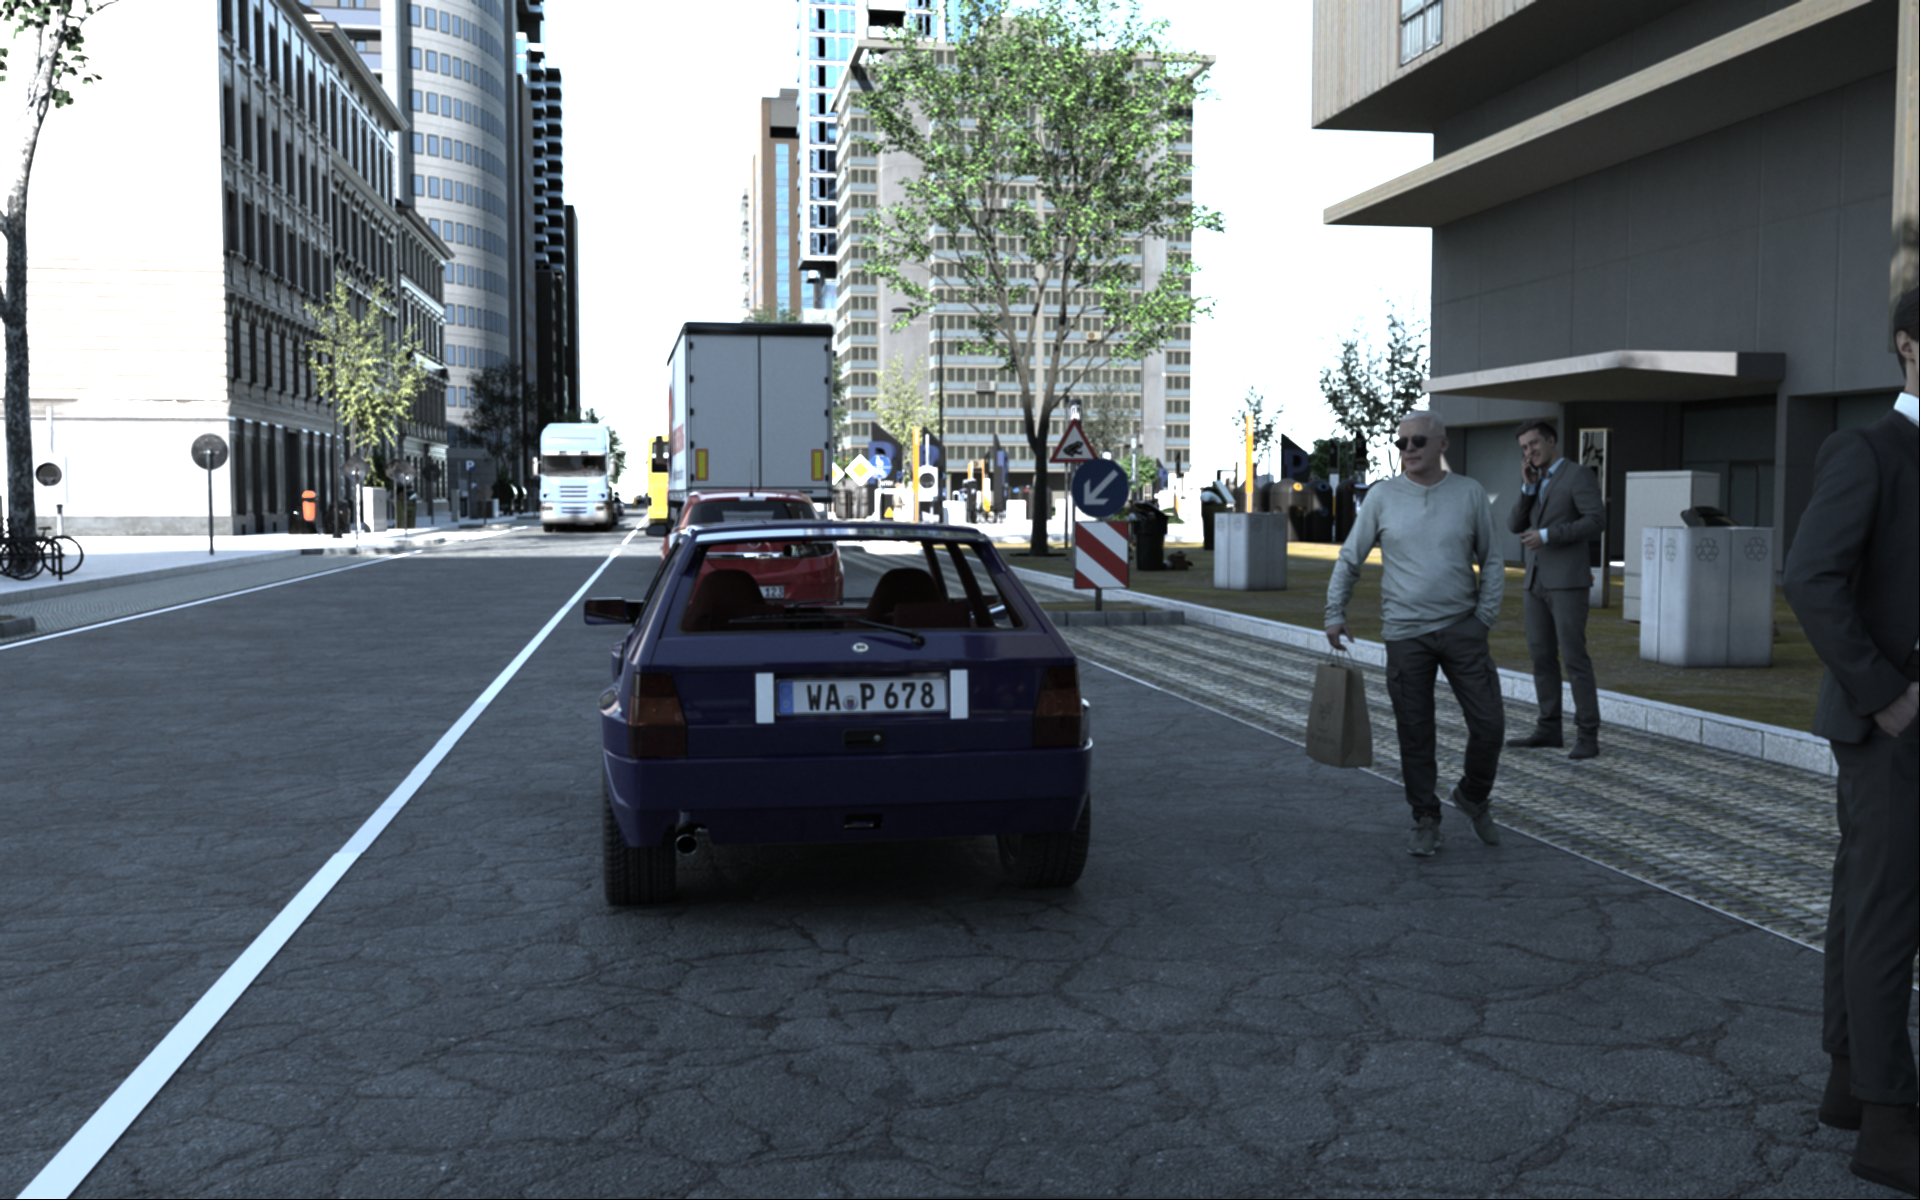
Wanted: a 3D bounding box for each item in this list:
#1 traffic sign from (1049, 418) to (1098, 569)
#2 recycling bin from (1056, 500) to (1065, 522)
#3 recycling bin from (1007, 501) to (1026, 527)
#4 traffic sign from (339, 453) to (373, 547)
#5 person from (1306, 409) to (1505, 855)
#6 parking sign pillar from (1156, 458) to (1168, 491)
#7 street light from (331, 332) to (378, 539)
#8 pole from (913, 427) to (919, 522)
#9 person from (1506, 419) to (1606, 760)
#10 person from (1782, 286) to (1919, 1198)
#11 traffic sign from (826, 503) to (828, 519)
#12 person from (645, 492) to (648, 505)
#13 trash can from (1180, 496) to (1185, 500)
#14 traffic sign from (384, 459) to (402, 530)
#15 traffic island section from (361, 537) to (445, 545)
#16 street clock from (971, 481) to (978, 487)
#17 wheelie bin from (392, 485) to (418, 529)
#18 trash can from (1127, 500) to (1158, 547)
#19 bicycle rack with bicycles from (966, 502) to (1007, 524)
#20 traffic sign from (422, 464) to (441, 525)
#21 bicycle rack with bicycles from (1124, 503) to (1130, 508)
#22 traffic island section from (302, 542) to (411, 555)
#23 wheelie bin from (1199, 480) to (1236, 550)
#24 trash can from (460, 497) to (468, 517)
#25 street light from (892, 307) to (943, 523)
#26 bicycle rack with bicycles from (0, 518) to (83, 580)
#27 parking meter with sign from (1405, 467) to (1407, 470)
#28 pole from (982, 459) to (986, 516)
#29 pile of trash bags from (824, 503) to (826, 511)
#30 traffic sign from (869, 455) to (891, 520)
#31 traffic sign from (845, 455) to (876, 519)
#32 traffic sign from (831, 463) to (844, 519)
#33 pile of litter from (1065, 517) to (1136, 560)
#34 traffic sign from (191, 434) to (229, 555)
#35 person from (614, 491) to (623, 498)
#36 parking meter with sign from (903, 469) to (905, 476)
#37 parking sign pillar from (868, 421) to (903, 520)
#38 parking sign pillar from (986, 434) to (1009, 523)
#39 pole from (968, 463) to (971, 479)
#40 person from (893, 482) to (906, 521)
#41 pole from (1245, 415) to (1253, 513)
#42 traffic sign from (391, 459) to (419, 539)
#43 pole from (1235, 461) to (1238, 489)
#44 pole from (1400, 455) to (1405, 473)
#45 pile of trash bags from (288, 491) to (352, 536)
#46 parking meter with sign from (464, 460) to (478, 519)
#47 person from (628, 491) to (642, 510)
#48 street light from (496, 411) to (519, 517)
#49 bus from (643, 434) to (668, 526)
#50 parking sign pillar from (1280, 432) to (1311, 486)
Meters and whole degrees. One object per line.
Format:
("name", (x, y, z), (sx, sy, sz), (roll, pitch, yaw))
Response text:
("traffic sign", (1.943, -1.808, 29.558), (0.884, 2.594, 0.081), (0, 4, -7))
("recycling bin", (4.827, -4.043, 78.658), (0.722, 1.027, 0.722), (-2, 4, -26))
("recycling bin", (2.193, -3.363, 67.542), (0.722, 1.027, 0.722), (0, 4, 2))
("traffic sign", (-14.660, -2.350, 42.063), (0.795, 2.450, 0.064), (-1, 4, -10))
("person", (1.797, 0.123, 6.969), (0.782, 1.767, 0.515), (1, 4, 11))
("parking sign pillar", (15.224, -8.678, 130.357), (1.447, 3.967, 1.447), (2, 4, 32))
("street light", (-17.392, -4.724, 49.778), (1.470, 5.913, 1.316), (-1, 4, -10))
("pole", (-1.346, -3.618, 53.005), (0.158, 3.312, 0.155), (0, 3, 0))
("person", (3.258, -0.076, 9.549), (0.447, 1.846, 0.655), (-1, 4, -21))
("person", (2.110, 0.252, 3.742), (0.474, 1.900, 0.648), (3, 5, 44))
("traffic sign", (-5.658, -4.498, 73.646), (0.768, 2.556, 0.104), (-1, 4, -9))
("person", (-40.361, -13.088, 223.158), (0.621, 1.740, 0.551), (-2, 4, -25))
("trash can", (13.416, -5.648, 104.000), (0.748, 1.137, 0.748), (0, 3, 0))
("traffic sign", (-20.358, -3.812, 62.431), (0.768, 2.556, 0.104), (0, 3, 0))
("traffic island section", (-16.010, -1.695, 49.995), (2.009, 0.180, 2.903), (-1, 4, -10))
("street clock", (0.694, -5.380, 92.541), (0.471, 2.002, 0.358), (-3, 4, -36))
("wheelie bin", (-20.332, -3.402, 63.539), (0.693, 1.594, 0.980), (3, 4, 36))
("trash can", (4.454, -1.875, 42.315), (0.748, 1.137, 0.748), (0, 3, 0))
("bicycle rack with bicycles", (1.048, -3.749, 74.682), (2.852, 0.926, 2.925), (-1, 4, -21))
("traffic sign", (-22.114, -4.430, 72.537), (0.768, 2.556, 0.104), (0, 4, -5))
("bicycle rack with bicycles", (10.269, -6.514, 119.888), (2.852, 0.926, 2.925), (-1, 4, -23))
("traffic island section", (-14.682, -1.213, 42.121), (2.009, 0.180, 2.903), (-1, 4, -10))
("wheelie bin", (5.890, -1.948, 39.760), (0.693, 1.594, 0.980), (2, 4, 27))
("trash can", (-27.476, -5.130, 95.530), (0.748, 1.137, 0.748), (0, 3, 0))
("street light", (-1.010, -4.329, 43.325), (1.470, 5.913, 1.316), (-1, 4, -10))
("bicycle rack with bicycles", (-14.780, -0.776, 26.071), (2.925, 0.926, 2.852), (-2, 4, -29))
("parking meter with sign", (27.399, -6.683, 105.525), (0.543, 3.016, 1.738), (0, 4, -7))
("pole", (1.398, -6.536, 100.703), (0.158, 3.312, 0.155), (0, 3, 0))
("pile of trash bags", (-10.230, -6.760, 120.272), (1.912, 1.369, 3.447), (-1, 4, -18))
("traffic sign", (-2.617, -3.442, 56.375), (0.768, 2.556, 0.104), (0, 4, -7))
("traffic sign", (-2.533, -2.473, 44.080), (0.795, 2.450, 0.064), (-1, 4, -10))
("traffic sign", (-3.861, -2.955, 51.954), (0.795, 2.450, 0.064), (-1, 4, -10))
("pile of litter", (2.920, -1.223, 33.959), (1.719, 0.858, 1.176), (0, 4, 3))
("traffic sign", (-15.807, -2.227, 36.510), (0.768, 2.556, 0.104), (0, 4, -5))
("person", (-32.281, -9.434, 163.266), (1.217, 1.766, 0.721), (1, 4, 8))
("parking meter with sign", (-4.258, -7.573, 120.076), (0.543, 3.016, 1.738), (1, 4, 12))
("parking sign pillar", (-2.765, -4.613, 63.889), (1.447, 3.967, 1.447), (2, 4, 33))
("parking sign pillar", (1.859, -5.498, 78.357), (1.447, 3.967, 1.447), (1, 4, 15))
("pole", (0.654, -7.367, 114.291), (0.158, 3.312, 0.155), (0, 3, 0))
("person", (-1.684, -2.400, 48.282), (0.362, 1.759, 0.519), (-1, 4, -9))
("pole", (7.483, -3.122, 44.880), (0.158, 3.312, 0.155), (0, 3, 0))
("traffic sign", (-15.988, -2.831, 49.937), (0.795, 2.450, 0.064), (-1, 4, -10))
("pole", (17.045, -6.911, 106.830), (0.158, 3.312, 0.155), (0, 3, 0))
("pole", (15.977, -4.200, 62.514), (0.158, 3.312, 0.155), (0, 3, 0))
("pile of trash bags", (-20.389, -2.766, 54.974), (1.912, 1.369, 3.447), (-1, 4, -13))
("parking meter with sign", (-24.907, -5.642, 88.506), (0.543, 3.016, 1.738), (-2, 4, -23))
("person", (-29.344, -8.999, 156.361), (1.217, 1.736, 0.721), (0, 4, -3))
("street light", (-25.345, -7.607, 96.916), (1.470, 5.913, 1.316), (-1, 4, -10))
("bus", (-11.209, -4.753, 69.252), (2.896, 3.916, 12.252), (-1, 4, -10))
("parking sign pillar", (14.706, -5.349, 75.922), (1.447, 3.967, 1.447), (-1, 4, -19))
